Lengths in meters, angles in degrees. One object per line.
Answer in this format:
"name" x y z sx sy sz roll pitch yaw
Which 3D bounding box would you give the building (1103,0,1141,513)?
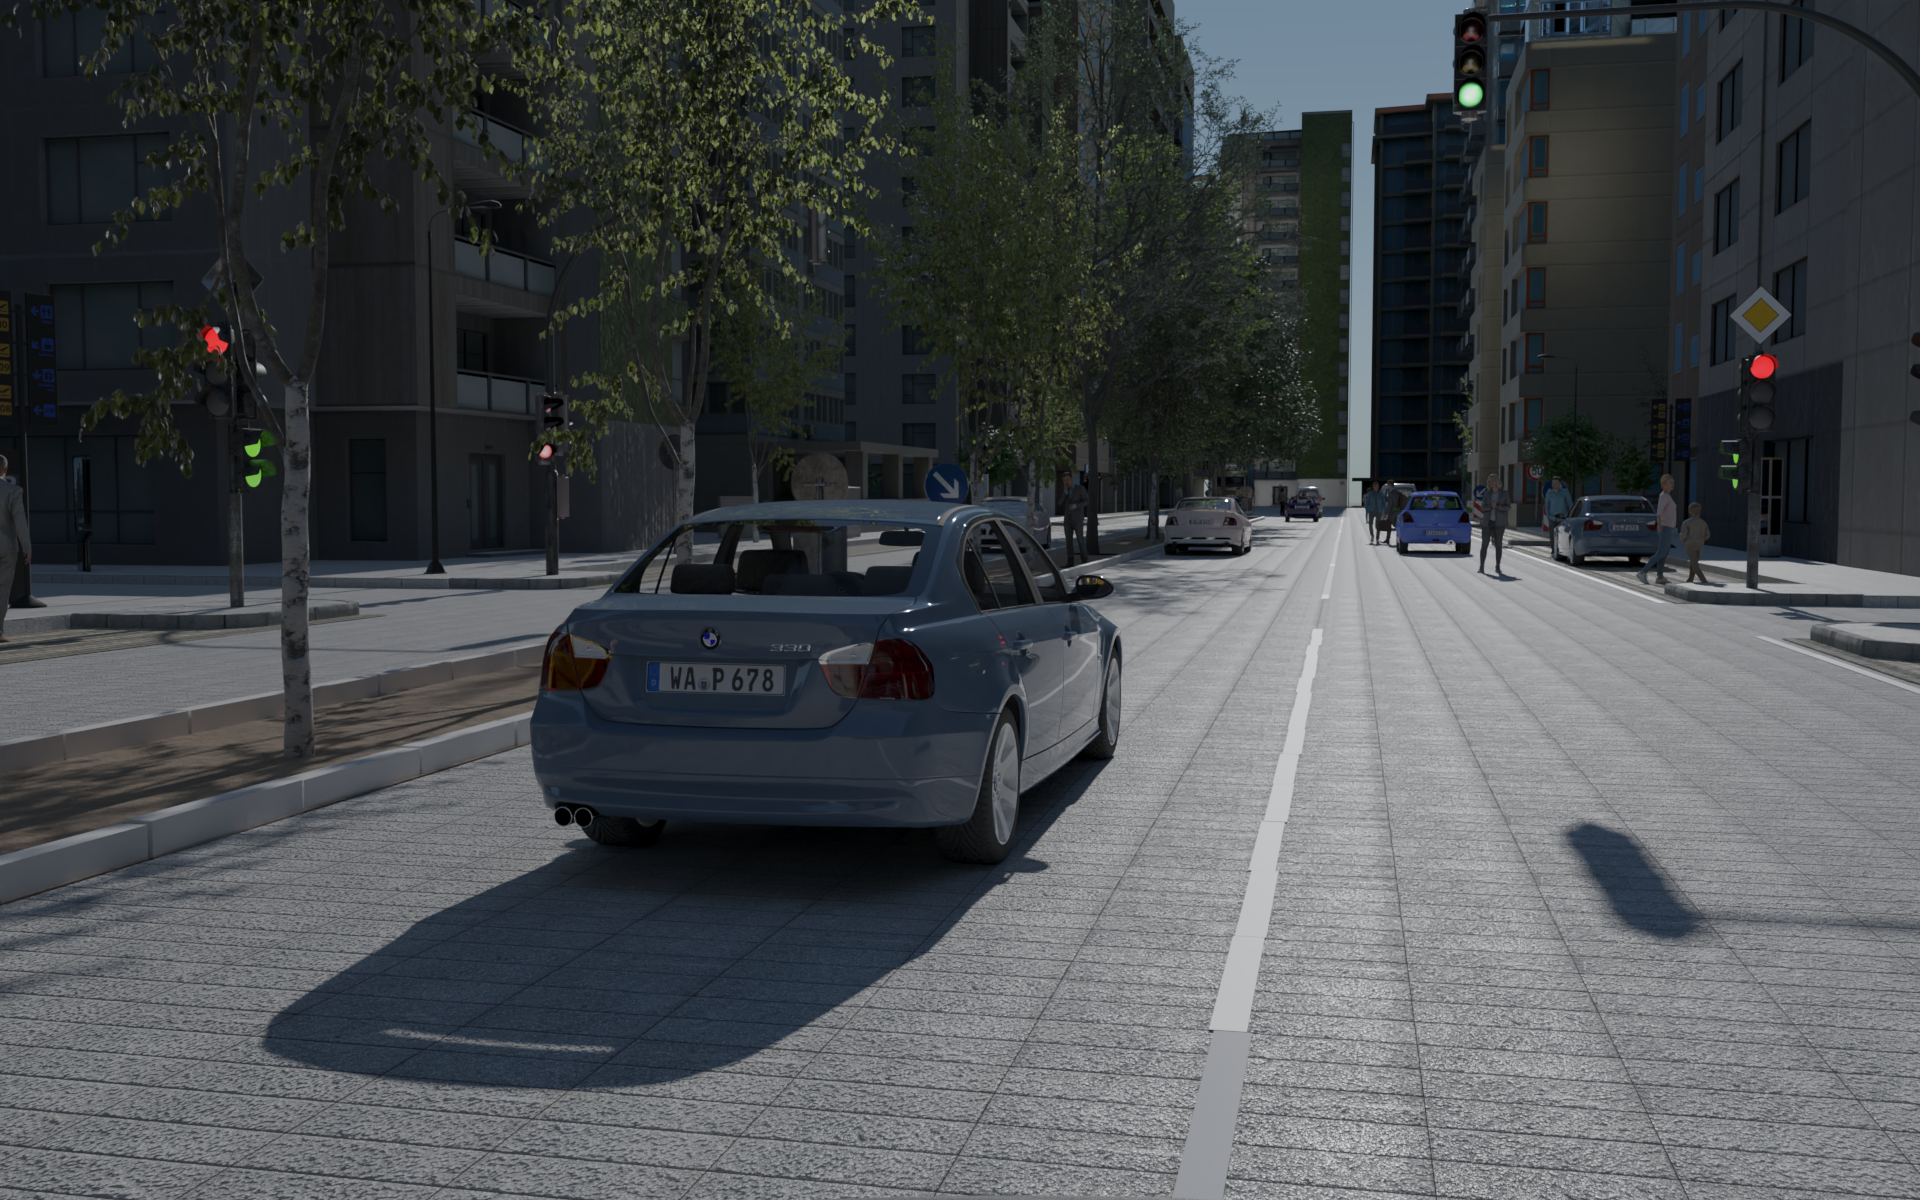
"building" 2.742 -42.106 126.686 20.563 71.187 20.611 1 4 13

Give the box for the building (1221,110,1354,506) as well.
"building" 35.519 -30.914 189.042 14.086 41.232 14.154 1 4 13

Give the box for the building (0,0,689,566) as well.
"building" -14.939 -21.556 36.034 14.154 41.232 14.086 1 4 13

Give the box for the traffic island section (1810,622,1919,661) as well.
"traffic island section" 9.078 0.395 15.830 2.009 0.180 2.903 1 4 13

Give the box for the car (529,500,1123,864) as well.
"car" -0.352 0.237 8.135 2.014 1.417 4.499 1 4 14

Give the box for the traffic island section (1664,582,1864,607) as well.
"traffic island section" 10.824 -0.082 23.622 2.009 0.180 2.903 1 4 13

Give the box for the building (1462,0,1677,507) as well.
"building" 48.080 -49.373 119.912 22.319 86.520 31.000 1 4 13

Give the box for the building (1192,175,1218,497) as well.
"building" 18.858 -31.187 201.786 23.993 40.220 32.217 1 4 13

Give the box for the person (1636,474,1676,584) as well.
"person" 11.056 -1.119 27.463 0.598 1.740 0.731 1 4 12

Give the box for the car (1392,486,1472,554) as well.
"car" 11.645 -2.024 42.686 1.945 1.707 3.694 1 4 12

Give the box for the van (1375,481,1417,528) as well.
"van" 18.019 -3.938 71.406 2.013 2.044 4.112 1 4 11

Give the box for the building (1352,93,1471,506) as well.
"building" 57.607 -32.621 187.973 28.867 44.769 22.147 1 4 13

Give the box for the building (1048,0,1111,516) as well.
"building" 1.677 -28.083 109.275 14.600 45.320 14.200 1 4 13

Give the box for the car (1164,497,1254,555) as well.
"car" 6.055 -1.816 42.053 2.083 1.381 4.827 1 4 13

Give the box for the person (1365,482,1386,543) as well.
"person" 12.241 -2.578 50.988 0.601 1.785 0.444 1 4 17

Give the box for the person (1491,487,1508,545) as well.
"person" 14.909 -2.403 48.139 0.444 1.785 0.601 -3 4 -37

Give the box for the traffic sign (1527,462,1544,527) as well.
"traffic sign" 22.231 -4.076 66.749 0.768 2.556 0.104 1 4 21

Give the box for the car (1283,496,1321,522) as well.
"car" 17.818 -4.754 90.307 1.945 1.354 3.894 1 4 11

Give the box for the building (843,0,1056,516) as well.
"building" -2.751 -19.840 96.081 14.160 30.474 14.107 1 4 13

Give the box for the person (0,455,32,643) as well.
"person" -9.232 -0.485 16.548 0.709 1.813 0.853 -1 4 -14

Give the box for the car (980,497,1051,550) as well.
"car" 1.148 -1.910 43.589 2.083 1.381 4.827 1 4 12

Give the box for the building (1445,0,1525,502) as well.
"building" 55.544 -32.520 151.314 23.786 49.044 30.456 1 4 13

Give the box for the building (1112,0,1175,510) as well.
"building" 6.566 -32.105 148.619 21.300 48.544 21.600 1 4 13

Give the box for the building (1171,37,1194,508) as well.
"building" 14.922 -31.715 168.645 14.200 45.320 14.600 1 4 13

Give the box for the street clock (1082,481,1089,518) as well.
"street clock" 6.915 -5.509 94.645 0.471 2.002 0.358 -2 4 -31

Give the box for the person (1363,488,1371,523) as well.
"person" 20.356 -4.711 86.369 0.563 1.720 0.643 2 4 34

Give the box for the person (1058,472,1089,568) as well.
"person" 2.178 -1.525 33.233 0.655 1.846 0.447 2 4 33

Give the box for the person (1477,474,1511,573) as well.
"person" 9.719 -1.393 31.460 0.537 1.800 0.526 2 4 35

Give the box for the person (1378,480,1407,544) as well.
"person" 12.372 -2.502 49.378 0.822 1.834 0.622 2 4 31

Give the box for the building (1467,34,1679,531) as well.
"building" 38.228 -14.224 77.601 27.650 21.520 28.899 1 4 13

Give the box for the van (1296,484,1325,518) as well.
"van" 21.086 -5.983 104.837 2.013 2.044 4.112 1 4 11

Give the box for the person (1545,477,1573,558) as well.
"person" 13.388 -1.842 38.639 0.660 1.820 0.620 2 4 32

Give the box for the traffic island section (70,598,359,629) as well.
"traffic island section" -8.234 0.158 19.700 2.009 0.180 2.903 1 4 13

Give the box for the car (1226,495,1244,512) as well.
"car" 20.229 -7.146 129.422 1.945 1.354 3.894 1 4 14

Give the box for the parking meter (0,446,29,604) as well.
"parking meter" -11.115 -0.889 20.246 0.399 1.863 0.255 -3 4 -37

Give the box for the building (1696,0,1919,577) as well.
"building" 26.617 -36.208 30.257 20.611 71.187 20.563 1 4 13

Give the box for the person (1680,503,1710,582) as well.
"person" 10.936 -0.798 25.818 0.475 1.303 0.640 -2 4 -24

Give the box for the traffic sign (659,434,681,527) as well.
"traffic sign" -6.079 -2.251 36.917 0.768 2.556 0.104 1 4 16

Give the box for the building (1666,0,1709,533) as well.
"building" 28.619 -24.326 47.837 14.600 45.320 14.200 1 4 13

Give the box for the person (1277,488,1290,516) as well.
"person" 21.348 -6.477 114.413 0.705 1.823 1.348 -2 4 -30

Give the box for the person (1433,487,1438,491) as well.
"person" 23.417 -4.693 85.459 0.478 1.798 0.641 -3 4 -39

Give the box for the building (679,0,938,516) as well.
"building" -17.760 -22.781 64.350 32.217 40.220 23.993 1 4 13

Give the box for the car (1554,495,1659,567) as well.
"car" 13.235 -1.428 35.357 2.014 1.417 4.499 1 4 13
